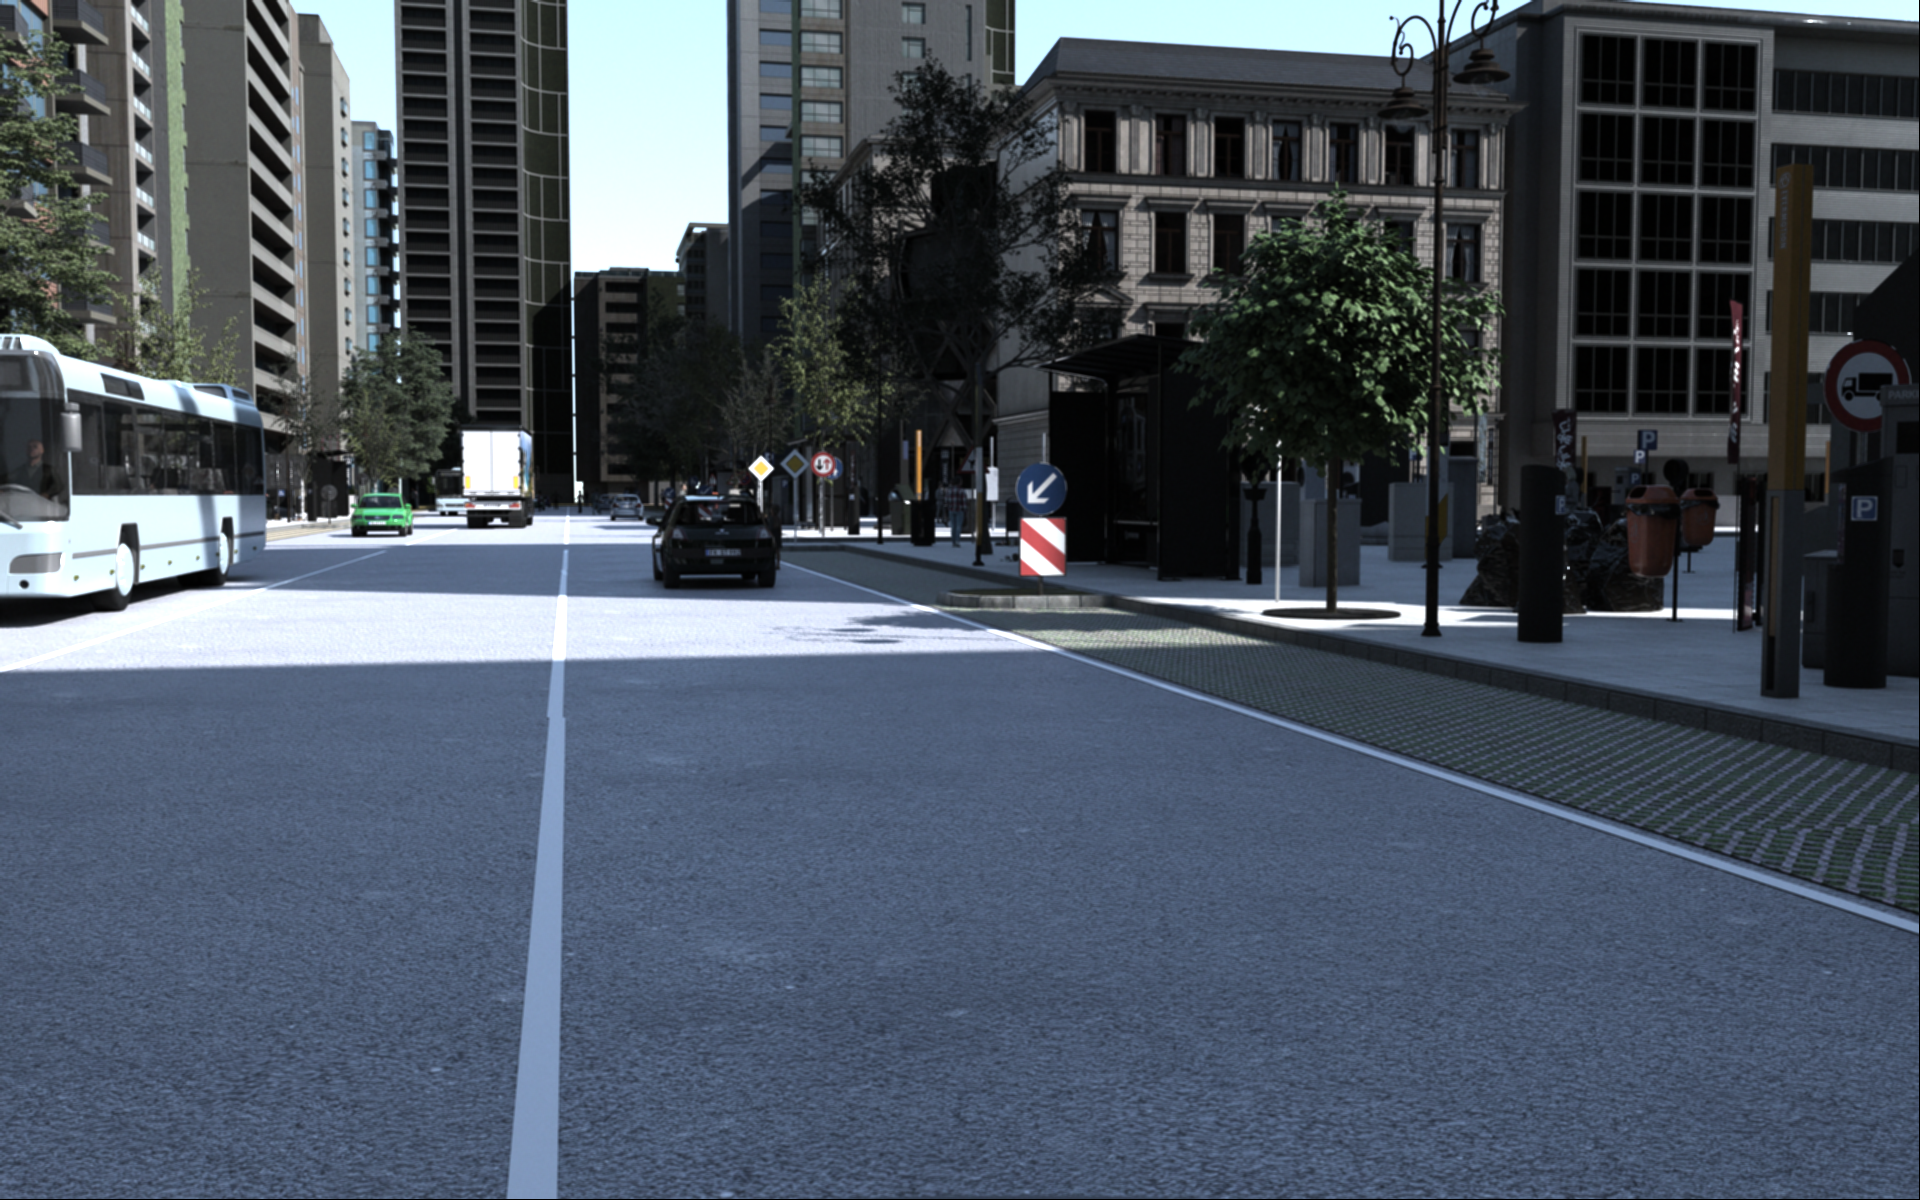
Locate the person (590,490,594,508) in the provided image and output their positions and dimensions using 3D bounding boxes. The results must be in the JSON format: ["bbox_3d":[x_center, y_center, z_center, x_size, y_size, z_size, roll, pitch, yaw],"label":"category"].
[{"bbox_3d":[-38.151,-10.476,179.859,0.705,1.814,1.350,-2,4,-26],"label":"person"}]

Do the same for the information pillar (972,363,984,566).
[{"bbox_3d":[0.336,-2.419,30.912,0.183,3.616,0.504,0,4,-5],"label":"information pillar"}]

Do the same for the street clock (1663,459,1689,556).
[{"bbox_3d":[14.830,-1.917,35.918,0.358,2.002,0.471,-2,4,-24],"label":"street clock"}]

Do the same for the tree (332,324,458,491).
[{"bbox_3d":[-42.857,-13.723,131.024,9.857,13.997,8.962,0,3,0],"label":"tree"}]

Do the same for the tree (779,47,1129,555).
[{"bbox_3d":[0.232,-6.253,36.644,7.601,10.594,8.767,1,4,18],"label":"tree"}]

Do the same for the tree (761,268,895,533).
[{"bbox_3d":[-4.320,-6.498,56.606,4.737,8.622,4.395,0,3,0],"label":"tree"}]

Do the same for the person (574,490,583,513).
[{"bbox_3d":[-28.834,-7.451,131.033,0.721,1.736,1.217,1,4,16],"label":"person"}]

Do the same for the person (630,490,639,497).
[{"bbox_3d":[-27.573,-8.413,146.128,1.350,1.814,0.705,-2,4,-31],"label":"person"}]

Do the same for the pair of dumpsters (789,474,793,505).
[{"bbox_3d":[-7.397,-4.573,77.257,1.574,2.255,4.437,-1,4,-13],"label":"pair of dumpsters"}]

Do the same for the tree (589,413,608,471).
[{"bbox_3d":[-37.590,-17.751,200.604,12.009,13.543,11.850,0,3,0],"label":"tree"}]

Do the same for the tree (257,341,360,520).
[{"bbox_3d":[-31.927,-8.207,84.544,4.360,8.622,3.978,0,3,0],"label":"tree"}]

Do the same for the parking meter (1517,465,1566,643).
[{"bbox_3d":[5.053,-0.406,15.047,0.372,1.533,0.369,0,3,0],"label":"parking meter"}]

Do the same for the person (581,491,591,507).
[{"bbox_3d":[-41.535,-11.265,192.688,1.348,1.822,0.705,0,4,-7],"label":"person"}]

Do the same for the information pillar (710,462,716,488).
[{"bbox_3d":[-17.813,-8.159,124.755,0.504,3.616,0.183,1,4,13],"label":"information pillar"}]

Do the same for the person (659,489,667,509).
[{"bbox_3d":[-26.033,-8.862,151.869,0.756,1.711,0.436,-2,4,-25],"label":"person"}]

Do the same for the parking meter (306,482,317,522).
[{"bbox_3d":[-30.190,-4.582,80.629,0.399,1.863,0.255,1,4,12],"label":"parking meter"}]

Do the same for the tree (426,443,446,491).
[{"bbox_3d":[-48.429,-12.505,154.820,4.360,8.622,3.978,0,3,0],"label":"tree"}]

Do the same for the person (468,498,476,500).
[{"bbox_3d":[-24.669,-4.807,87.667,0.480,1.755,0.524,1,4,8],"label":"person"}]

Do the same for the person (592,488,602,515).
[{"bbox_3d":[-24.992,-6.756,118.940,0.794,1.824,0.713,3,4,36],"label":"person"}]

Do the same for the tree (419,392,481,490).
[{"bbox_3d":[-57.224,-17.042,195.637,9.611,12.733,9.660,0,3,0],"label":"tree"}]

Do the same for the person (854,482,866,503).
[{"bbox_3d":[-4.602,-4.266,76.070,0.678,1.792,0.850,-3,5,-44],"label":"person"}]

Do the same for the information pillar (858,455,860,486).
[{"bbox_3d":[-6.044,-6.876,103.777,0.183,3.616,0.504,-1,4,-9],"label":"information pillar"}]

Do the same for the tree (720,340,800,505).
[{"bbox_3d":[-9.764,-8.151,83.628,4.360,8.622,3.978,0,3,0],"label":"tree"}]

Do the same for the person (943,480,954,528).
[{"bbox_3d":[-0.325,-3.691,66.496,0.850,1.850,0.679,-3,5,-42],"label":"person"}]

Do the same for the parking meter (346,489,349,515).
[{"bbox_3d":[-37.282,-6.075,105.043,0.399,1.863,0.255,-2,4,-27],"label":"parking meter"}]

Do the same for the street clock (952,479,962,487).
[{"bbox_3d":[-0.136,-4.263,74.273,0.358,2.002,0.471,-2,4,-33],"label":"street clock"}]

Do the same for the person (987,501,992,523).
[{"bbox_3d":[1.054,-4.287,76.319,0.721,1.800,0.419,1,4,9],"label":"person"}]

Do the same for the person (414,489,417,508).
[{"bbox_3d":[-49.819,-9.261,158.163,1.217,1.736,0.721,3,5,43],"label":"person"}]

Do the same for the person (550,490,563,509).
[{"bbox_3d":[-38.192,-9.487,163.754,1.348,1.807,0.705,1,4,12],"label":"person"}]

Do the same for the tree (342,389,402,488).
[{"bbox_3d":[-40.451,-10.351,119.593,4.737,8.622,4.395,0,3,0],"label":"tree"}]

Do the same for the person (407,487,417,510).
[{"bbox_3d":[-44.931,-8.329,142.210,1.348,1.826,0.705,3,5,42],"label":"person"}]

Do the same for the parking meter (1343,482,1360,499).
[{"bbox_3d":[8.000,-1.659,35.539,0.372,1.533,0.369,0,3,0],"label":"parking meter"}]

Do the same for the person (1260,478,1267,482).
[{"bbox_3d":[9.591,-2.972,54.813,0.728,1.800,0.709,3,4,36],"label":"person"}]

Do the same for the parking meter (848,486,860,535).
[{"bbox_3d":[-3.346,-2.821,54.538,0.372,1.533,0.369,0,3,0],"label":"parking meter"}]

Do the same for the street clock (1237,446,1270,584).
[{"bbox_3d":[4.196,-1.229,24.656,0.471,2.002,0.358,0,4,-1],"label":"street clock"}]

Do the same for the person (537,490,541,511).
[{"bbox_3d":[-34.814,-8.186,143.031,0.721,1.739,1.217,-1,4,-19],"label":"person"}]

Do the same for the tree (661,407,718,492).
[{"bbox_3d":[-20.695,-11.052,131.055,4.737,8.622,4.395,0,3,0],"label":"tree"}]

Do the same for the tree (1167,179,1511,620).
[{"bbox_3d":[3.887,-2.116,18.309,4.285,4.588,4.351,0,3,0],"label":"tree"}]

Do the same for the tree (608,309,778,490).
[{"bbox_3d":[-17.185,-12.545,115.484,12.009,13.543,11.850,0,3,0],"label":"tree"}]

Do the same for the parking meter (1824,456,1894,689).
[{"bbox_3d":[5.983,-0.191,11.537,0.372,1.533,0.369,0,3,0],"label":"parking meter"}]

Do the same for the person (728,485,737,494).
[{"bbox_3d":[-11.349,-4.948,86.900,0.622,1.834,0.822,-3,5,-42],"label":"person"}]

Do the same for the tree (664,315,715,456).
[{"bbox_3d":[-12.003,-9.555,90.633,7.601,10.594,8.767,0,4,-6],"label":"tree"}]

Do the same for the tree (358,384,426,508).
[{"bbox_3d":[-38.519,-10.044,114.581,4.360,8.622,3.978,0,3,0],"label":"tree"}]

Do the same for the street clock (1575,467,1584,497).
[{"bbox_3d":[16.674,-2.588,46.888,0.358,2.002,0.471,0,4,-1],"label":"street clock"}]

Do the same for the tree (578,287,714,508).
[{"bbox_3d":[-29.109,-18.660,160.973,12.611,20.169,13.585,0,3,0],"label":"tree"}]

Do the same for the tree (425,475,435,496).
[{"bbox_3d":[-51.725,-10.674,169.113,1.663,3.219,1.824,0,3,0],"label":"tree"}]

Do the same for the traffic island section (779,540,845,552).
[{"bbox_3d":[-4.163,-1.346,44.282,2.009,0.180,2.903,-1,4,-13],"label":"traffic island section"}]

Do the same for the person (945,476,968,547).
[{"bbox_3d":[-0.096,-2.146,41.973,0.563,1.720,0.643,2,4,29],"label":"person"}]

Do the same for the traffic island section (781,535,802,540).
[{"bbox_3d":[-5.921,-1.822,52.072,2.009,0.180,2.903,-1,4,-13],"label":"traffic island section"}]

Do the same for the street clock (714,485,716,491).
[{"bbox_3d":[-15.214,-6.361,108.575,0.358,2.002,0.471,2,4,25],"label":"street clock"}]

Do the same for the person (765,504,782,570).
[{"bbox_3d":[-3.541,-1.195,32.713,0.362,1.253,0.373,-1,4,-17],"label":"person"}]

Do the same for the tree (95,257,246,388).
[{"bbox_3d":[-24.941,-6.394,54.905,4.737,8.622,4.395,0,3,0],"label":"tree"}]

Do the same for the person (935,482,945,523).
[{"bbox_3d":[-0.789,-4.259,75.877,0.583,1.804,0.606,1,4,20],"label":"person"}]

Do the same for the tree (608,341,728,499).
[{"bbox_3d":[-23.962,-14.495,143.654,9.857,13.997,8.962,0,3,0],"label":"tree"}]

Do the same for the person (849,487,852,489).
[{"bbox_3d":[-5.622,-5.035,88.218,0.795,1.843,0.661,-1,4,-20],"label":"person"}]

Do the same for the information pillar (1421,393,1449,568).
[{"bbox_3d":[8.248,-2.361,29.954,0.504,3.616,0.183,-3,4,-36],"label":"information pillar"}]

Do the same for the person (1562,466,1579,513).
[{"bbox_3d":[11.119,-1.564,31.805,0.526,1.800,0.537,0,4,-6],"label":"person"}]

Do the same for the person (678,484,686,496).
[{"bbox_3d":[-10.075,-3.338,63.172,0.767,1.812,0.694,0,4,-1],"label":"person"}]
